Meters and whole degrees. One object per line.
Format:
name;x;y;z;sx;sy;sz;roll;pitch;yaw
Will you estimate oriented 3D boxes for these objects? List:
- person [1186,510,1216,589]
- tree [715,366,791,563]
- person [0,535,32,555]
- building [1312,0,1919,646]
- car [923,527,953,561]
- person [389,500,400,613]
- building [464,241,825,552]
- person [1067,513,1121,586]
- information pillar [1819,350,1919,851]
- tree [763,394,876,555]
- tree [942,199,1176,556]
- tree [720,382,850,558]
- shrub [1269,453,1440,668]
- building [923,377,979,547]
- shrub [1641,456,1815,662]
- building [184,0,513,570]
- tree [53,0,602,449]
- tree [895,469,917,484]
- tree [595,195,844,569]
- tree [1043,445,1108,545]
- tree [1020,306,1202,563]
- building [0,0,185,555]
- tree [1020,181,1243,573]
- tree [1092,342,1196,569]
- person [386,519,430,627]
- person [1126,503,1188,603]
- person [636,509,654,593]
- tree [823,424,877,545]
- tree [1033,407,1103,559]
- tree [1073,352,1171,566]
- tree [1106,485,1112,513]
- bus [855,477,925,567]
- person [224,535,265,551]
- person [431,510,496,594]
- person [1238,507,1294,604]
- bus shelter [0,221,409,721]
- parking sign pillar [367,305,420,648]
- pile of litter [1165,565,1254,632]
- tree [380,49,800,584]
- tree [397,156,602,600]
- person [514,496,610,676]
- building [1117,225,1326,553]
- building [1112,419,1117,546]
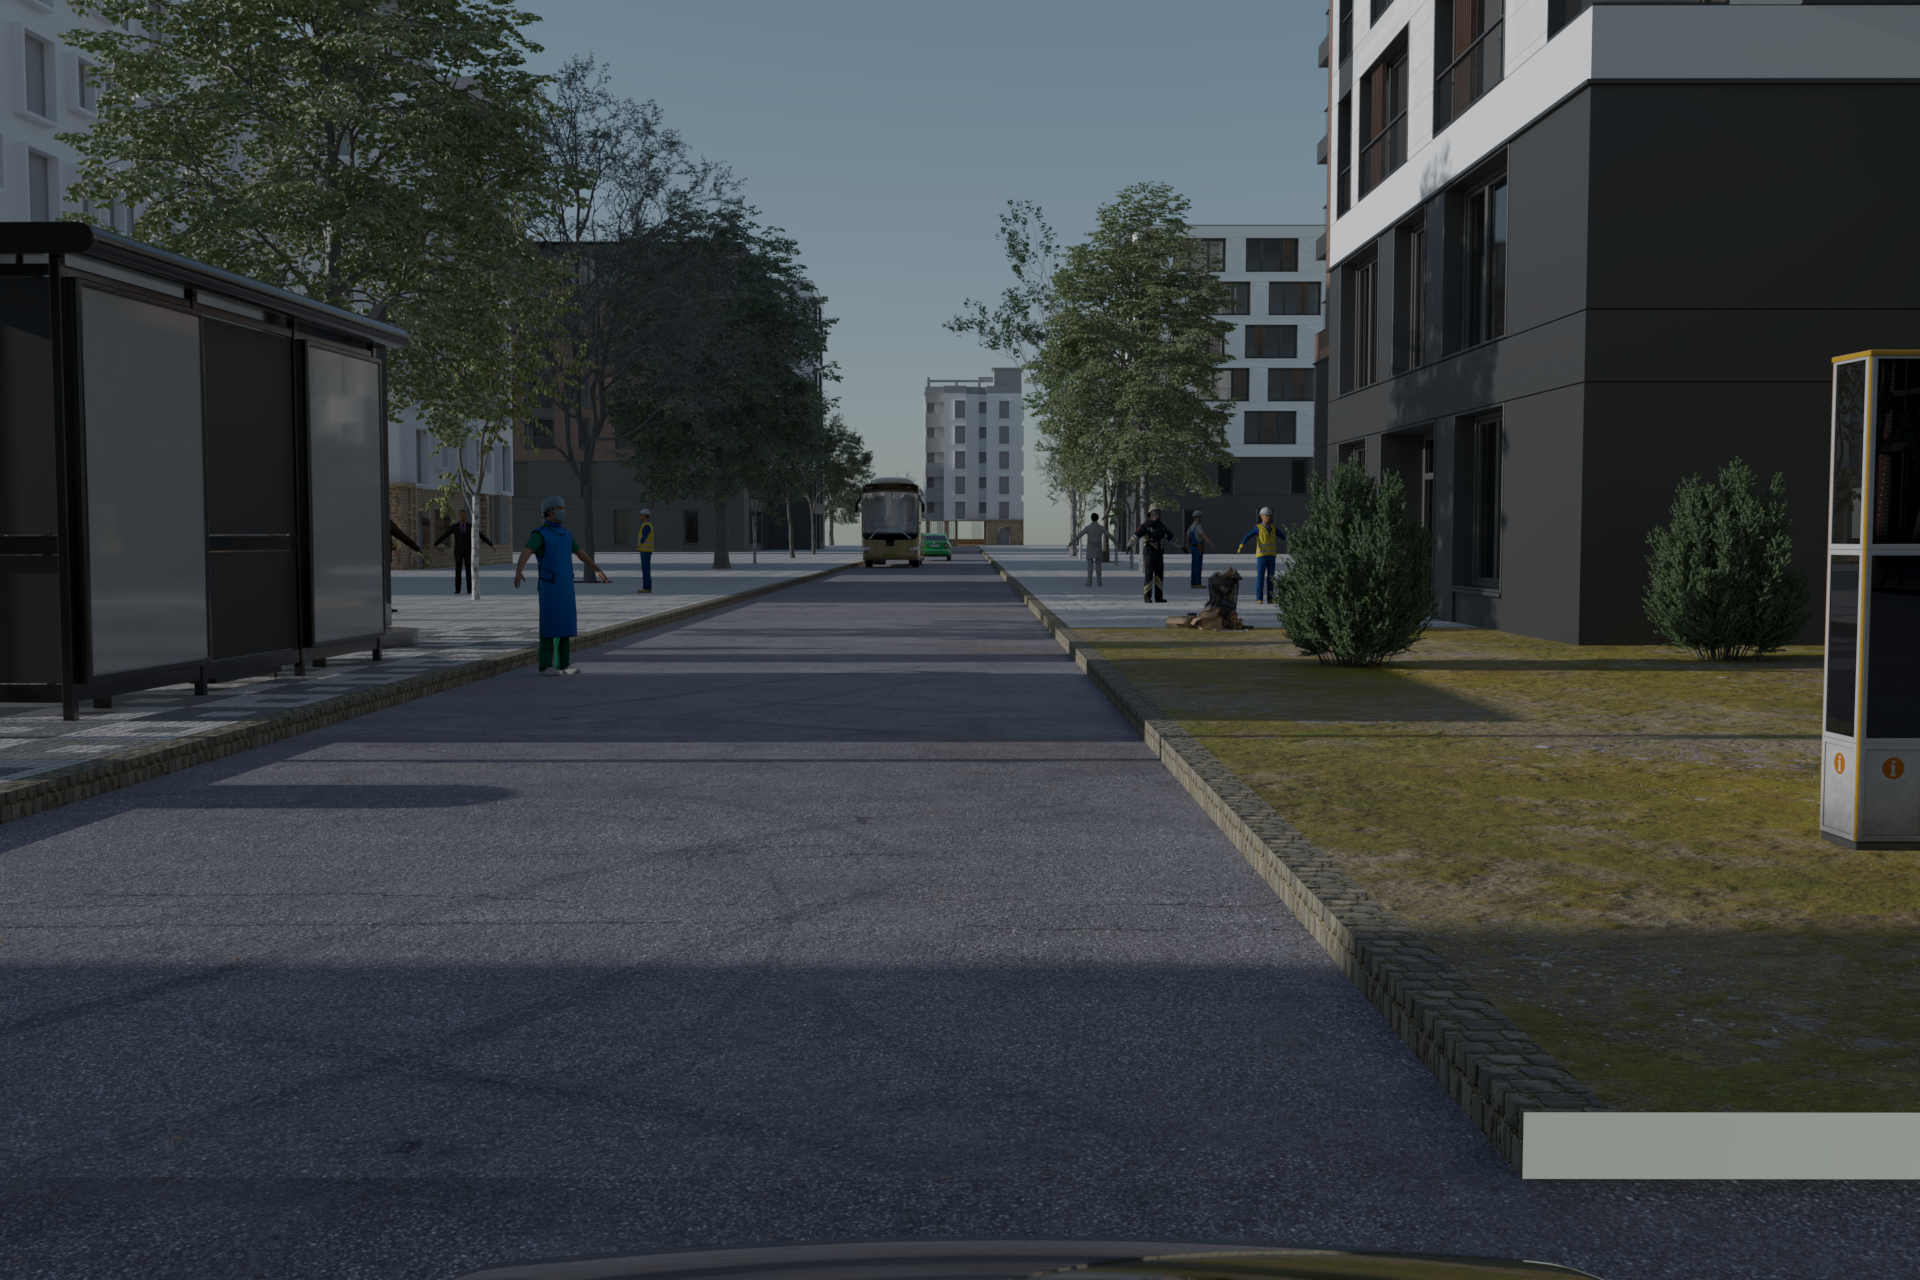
person;5.611;-2.136;40.785;0.705;1.847;1.347;-1;4;-21
tree;-8.939;-7.658;75.575;4.360;8.622;3.978;0;3;0
person;-12.274;-0.982;22.185;1.348;1.813;0.705;2;4;35
building;21.082;-11.710;35.432;27.936;21.610;32.646;0;4;0
car;-1.350;-5.198;93.782;1.959;1.807;4.718;0;4;0
person;-9.384;-1.365;28.247;0.705;1.837;1.347;0;4;-7
building;-25.812;-17.947;137.402;27.936;21.610;32.646;0;4;0
person;3.293;-2.221;42.493;1.347;1.806;0.705;0;4;-6
information pillar;3.770;-0.159;7.098;0.304;2.012;0.304;0;3;0
tree;-9.077;-10.661;108.712;8.767;10.594;7.601;1;4;14
tree;5.132;-14.921;99.853;12.611;20.169;13.585;0;3;0
tree;-9.293;-9.660;92.355;7.601;10.594;8.767;0;4;3
shrub;3.842;-0.785;16.873;1.661;2.075;1.752;0;3;0
building;-3.909;-20.920;200.915;11.380;20.090;16.016;0;4;0
shrub;7.824;-0.832;17.639;1.661;2.075;1.752;0;3;0
building;-24.394;-12.590;62.272;16.016;20.090;11.380;0;4;-1
tree;-9.135;-6.579;25.690;7.486;12.596;7.792;0;3;0
tree;-6.005;-14.954;194.853;4.360;8.622;3.978;0;3;0
tree;-8.951;-9.624;64.004;9.857;13.997;8.962;0;3;0
tree;13.687;-16.852;201.282;9.928;11.665;9.643;0;3;0
tree;6.753;-9.308;77.936;9.928;11.665;9.643;0;3;0
building;-27.600;-11.096;37.837;16.016;20.090;11.380;0;4;0
tree;5.694;-8.465;56.528;7.486;12.596;7.792;0;3;0
tree;6.495;-6.958;64.128;4.737;8.622;4.395;0;3;0
person;-7.277;-0.942;21.537;1.346;1.812;0.704;-3;4;-37
person;3.633;-1.620;32.274;1.354;1.856;0.705;-2;4;-27
person;-6.894;-1.948;37.812;0.705;1.833;1.349;0;4;-5
tree;-14.381;-17.628;194.868;9.857;13.997;8.962;0;3;0
tree;6.327;-8.386;87.481;4.360;8.622;3.978;0;3;0
tree;6.135;-7.334;70.272;4.360;8.622;3.978;0;3;0
tree;18.197;-14.932;194.492;4.737;8.622;4.395;0;3;0
bus;-2.933;-5.294;78.110;2.896;3.916;12.252;0;4;0
person;-15.171;-1.823;36.602;0.721;1.733;1.217;1;4;21
person;-10.681;-1.898;37.251;1.346;1.802;0.704;-1;4;-20
person;5.646;-1.547;31.763;1.216;1.772;0.721;-1;4;-16
bus shelter;-6.811;-2.175;13.186;2.179;5.291;8.768;0;4;2
parking sign pillar;-6.971;-1.918;19.828;1.447;3.967;1.447;0;4;2
pile of litter;3.376;-0.587;23.561;1.176;0.858;1.719;0;3;0
tree;-9.782;-8.231;44.941;12.009;13.543;11.850;0;3;0
tree;-9.363;-5.104;33.812;4.737;8.622;4.395;0;3;0
person;-4.088;-0.551;17.595;0.704;1.817;1.347;2;4;29
building;25.633;-17.551;130.930;27.936;21.610;32.646;0;3;0
building;24.574;-18.436;167.879;16.747;18.905;31.486;0;3;0
